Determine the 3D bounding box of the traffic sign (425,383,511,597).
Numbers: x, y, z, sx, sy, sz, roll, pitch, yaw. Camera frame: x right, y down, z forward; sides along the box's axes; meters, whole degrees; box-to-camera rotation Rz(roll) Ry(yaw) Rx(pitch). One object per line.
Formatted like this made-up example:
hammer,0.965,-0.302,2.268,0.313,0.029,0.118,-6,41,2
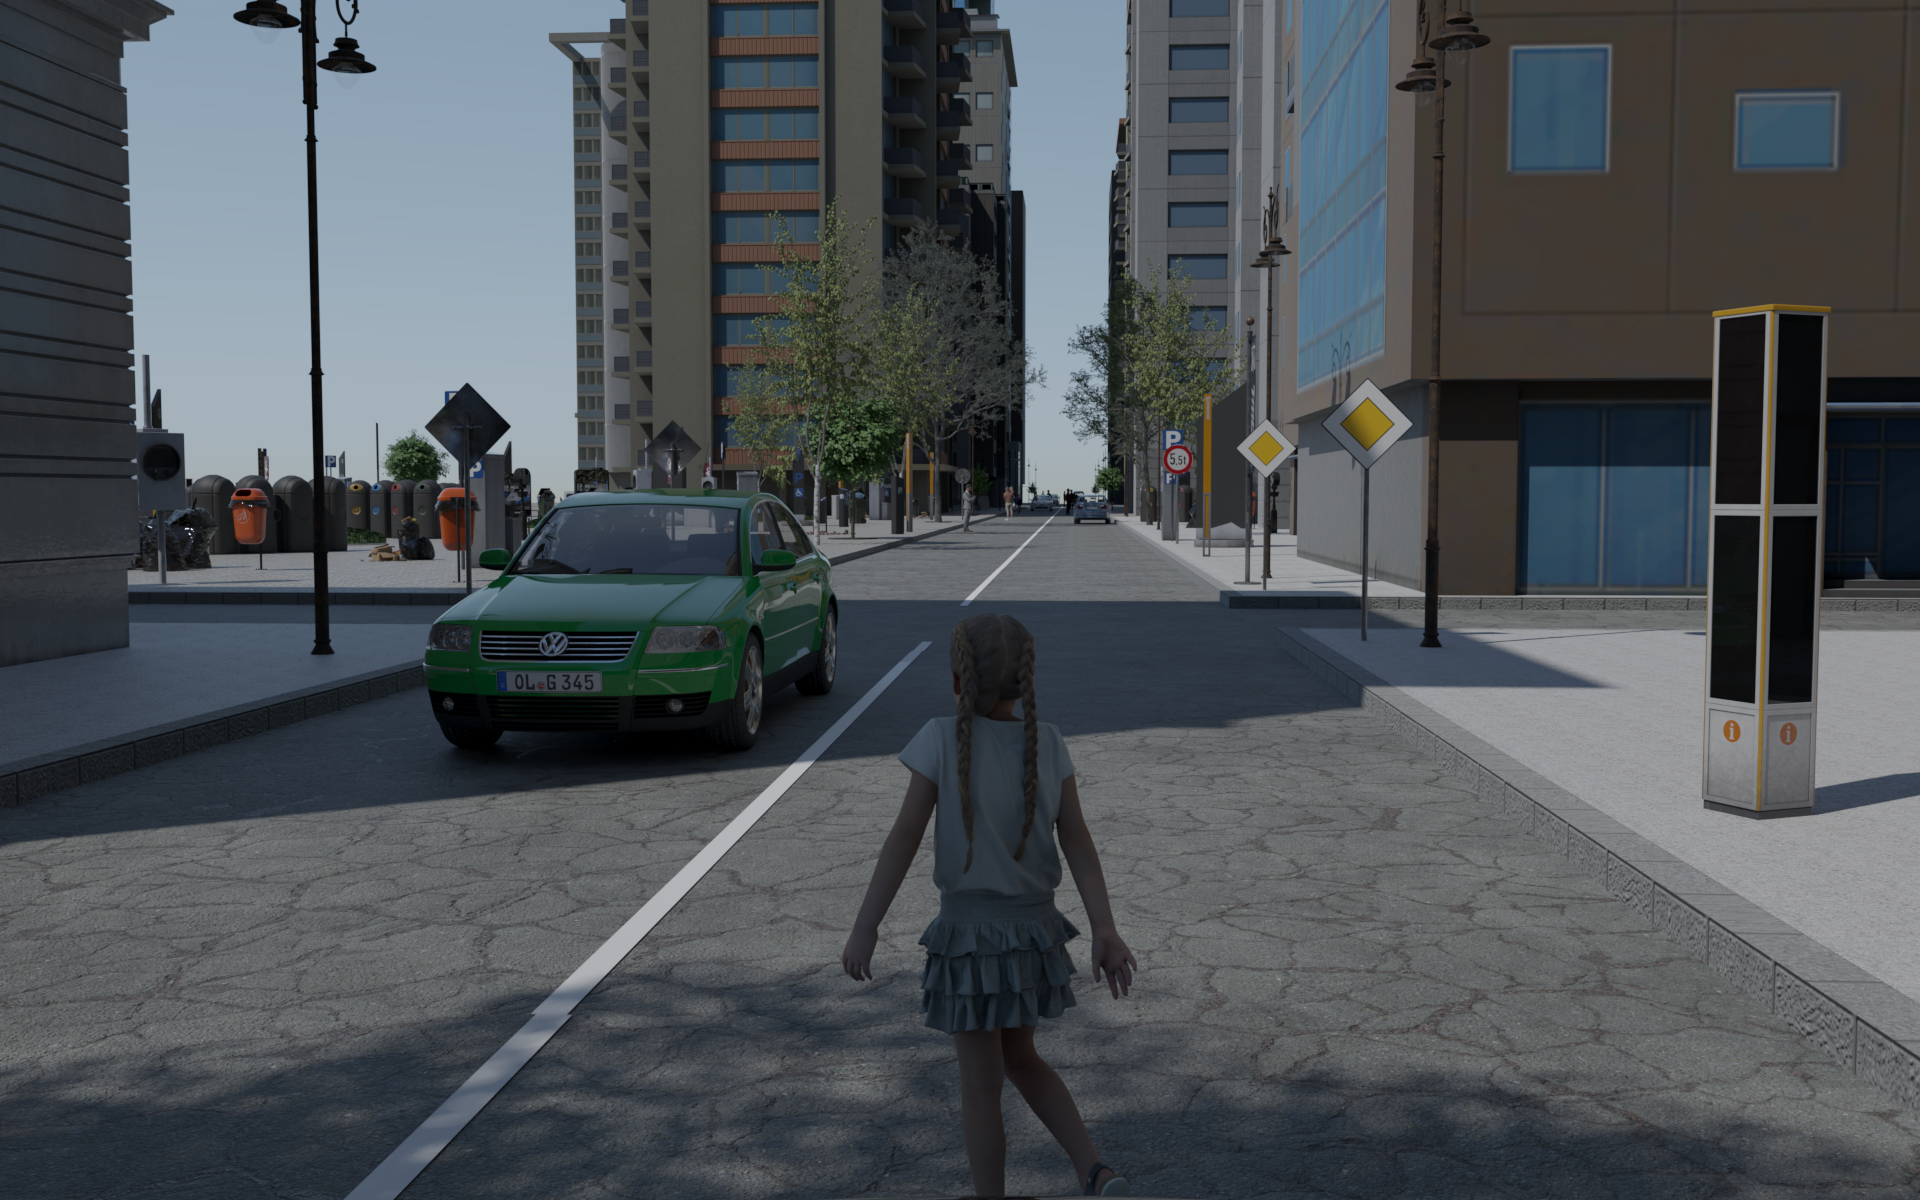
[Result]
traffic sign,-4.442,-0.734,15.647,0.795,2.450,0.064,0,4,4

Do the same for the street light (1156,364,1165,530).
street light,7.116,-5.448,61.860,0.468,5.910,1.993,0,4,4

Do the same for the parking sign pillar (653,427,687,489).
parking sign pillar,-11.731,-4.984,69.954,1.447,3.967,1.447,1,4,14

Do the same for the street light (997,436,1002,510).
street light,3.138,-9.995,136.208,0.468,5.910,1.993,0,4,4

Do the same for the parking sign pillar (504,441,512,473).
parking sign pillar,-22.981,-6.052,87.414,1.447,3.967,1.447,0,4,1

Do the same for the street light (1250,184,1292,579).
street light,4.672,-3.267,26.201,0.468,5.910,1.993,0,4,4

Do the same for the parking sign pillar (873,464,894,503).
parking sign pillar,-3.846,-6.027,87.014,1.447,3.967,1.447,3,4,36

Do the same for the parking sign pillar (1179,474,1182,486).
parking sign pillar,12.302,-6.656,97.292,1.447,3.967,1.447,-2,4,-30

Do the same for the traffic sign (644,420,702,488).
traffic sign,-3.910,-1.221,23.614,0.795,2.450,0.064,0,4,4

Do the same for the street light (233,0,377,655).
street light,-5.114,-2.503,13.719,0.468,5.910,1.993,0,4,4

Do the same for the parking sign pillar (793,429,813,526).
parking sign pillar,-6.476,-4.967,69.683,1.447,3.967,1.447,0,4,-5

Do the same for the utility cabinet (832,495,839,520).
utility cabinet,-6.052,-4.640,87.025,0.306,1.237,1.020,2,4,28

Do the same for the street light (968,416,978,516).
street light,0.752,-7.802,100.349,0.468,5.910,1.993,0,4,4

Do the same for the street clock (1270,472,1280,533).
street clock,10.253,-3.178,56.531,0.358,2.002,0.471,-1,4,-11

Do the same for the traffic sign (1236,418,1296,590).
traffic sign,4.065,-1.188,23.063,0.795,2.450,0.064,0,4,4

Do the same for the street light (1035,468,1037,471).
street light,11.162,-17.262,255.016,0.468,5.910,1.993,0,4,4

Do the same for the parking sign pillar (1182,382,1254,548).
parking sign pillar,6.391,-3.264,41.842,1.447,3.967,1.447,2,4,31

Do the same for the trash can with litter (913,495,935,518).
trash can with litter,-1.851,-4.922,91.526,2.233,1.210,1.678,-2,4,-25

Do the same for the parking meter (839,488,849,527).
parking meter,-4.517,-3.602,67.309,0.372,1.533,0.369,0,3,0

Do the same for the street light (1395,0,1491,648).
street light,3.956,-2.544,14.375,0.468,5.910,1.993,0,4,4

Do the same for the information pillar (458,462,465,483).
information pillar,-28.755,-6.651,100.104,0.504,3.616,0.183,-1,4,-20

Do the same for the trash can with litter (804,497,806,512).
trash can with litter,-8.759,-5.025,93.548,0.624,1.170,1.055,-3,4,-37

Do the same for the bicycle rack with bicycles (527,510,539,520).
bicycle rack with bicycles,-19.053,-3.602,72.270,2.852,0.926,2.925,1,4,22

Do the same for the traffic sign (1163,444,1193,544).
traffic sign,5.590,-2.713,44.467,0.768,2.556,0.104,0,4,5

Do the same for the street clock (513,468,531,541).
street clock,-12.089,-2.648,47.863,0.358,2.002,0.471,2,4,28

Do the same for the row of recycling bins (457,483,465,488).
row of recycling bins,-18.410,-3.451,63.536,1.069,1.692,3.534,0,4,7

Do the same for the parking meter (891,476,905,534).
parking meter,-1.976,-3.027,55.202,0.399,1.863,0.255,-3,5,-42

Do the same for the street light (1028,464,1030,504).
street light,8.732,-15.088,219.476,0.468,5.910,1.993,0,4,4

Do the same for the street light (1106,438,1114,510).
street light,12.126,-10.098,137.888,0.468,5.910,1.993,0,4,4

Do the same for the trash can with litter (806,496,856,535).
trash can with litter,-4.054,-2.676,54.803,2.233,1.210,1.678,-3,5,-43

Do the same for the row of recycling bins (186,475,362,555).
row of recycling bins,-15.000,-1.880,37.844,1.069,1.692,3.534,3,4,36

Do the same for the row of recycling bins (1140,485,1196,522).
row of recycling bins,9.778,-4.383,78.779,3.534,1.692,1.069,3,4,36

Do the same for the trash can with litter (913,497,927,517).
trash can with litter,-2.267,-5.160,95.754,1.055,1.170,0.624,0,4,0

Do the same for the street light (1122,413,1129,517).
street light,9.783,-7.924,102.342,0.468,5.910,1.993,0,4,4

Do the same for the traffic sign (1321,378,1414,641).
traffic sign,3.533,-0.701,15.096,0.795,2.450,0.064,0,4,4

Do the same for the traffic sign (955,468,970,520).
traffic sign,0.126,-5.232,85.648,0.768,2.556,0.104,0,4,5

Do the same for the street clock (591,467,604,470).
street clock,-9.826,-2.596,47.017,0.358,2.002,0.471,1,4,17

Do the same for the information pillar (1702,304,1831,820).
information pillar,3.217,-0.149,6.929,0.304,2.012,0.304,-1,4,-21

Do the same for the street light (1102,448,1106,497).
street light,14.583,-12.294,173.799,0.468,5.910,1.993,0,4,4

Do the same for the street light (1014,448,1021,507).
street light,5.521,-12.169,171.751,0.468,5.910,1.993,0,4,4

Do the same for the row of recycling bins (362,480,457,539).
row of recycling bins,-16.399,-2.638,50.246,3.534,1.692,1.069,2,4,28

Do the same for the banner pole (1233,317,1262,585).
banner pole,4.085,-2.098,24.320,0.401,3.779,0.863,0,4,2
